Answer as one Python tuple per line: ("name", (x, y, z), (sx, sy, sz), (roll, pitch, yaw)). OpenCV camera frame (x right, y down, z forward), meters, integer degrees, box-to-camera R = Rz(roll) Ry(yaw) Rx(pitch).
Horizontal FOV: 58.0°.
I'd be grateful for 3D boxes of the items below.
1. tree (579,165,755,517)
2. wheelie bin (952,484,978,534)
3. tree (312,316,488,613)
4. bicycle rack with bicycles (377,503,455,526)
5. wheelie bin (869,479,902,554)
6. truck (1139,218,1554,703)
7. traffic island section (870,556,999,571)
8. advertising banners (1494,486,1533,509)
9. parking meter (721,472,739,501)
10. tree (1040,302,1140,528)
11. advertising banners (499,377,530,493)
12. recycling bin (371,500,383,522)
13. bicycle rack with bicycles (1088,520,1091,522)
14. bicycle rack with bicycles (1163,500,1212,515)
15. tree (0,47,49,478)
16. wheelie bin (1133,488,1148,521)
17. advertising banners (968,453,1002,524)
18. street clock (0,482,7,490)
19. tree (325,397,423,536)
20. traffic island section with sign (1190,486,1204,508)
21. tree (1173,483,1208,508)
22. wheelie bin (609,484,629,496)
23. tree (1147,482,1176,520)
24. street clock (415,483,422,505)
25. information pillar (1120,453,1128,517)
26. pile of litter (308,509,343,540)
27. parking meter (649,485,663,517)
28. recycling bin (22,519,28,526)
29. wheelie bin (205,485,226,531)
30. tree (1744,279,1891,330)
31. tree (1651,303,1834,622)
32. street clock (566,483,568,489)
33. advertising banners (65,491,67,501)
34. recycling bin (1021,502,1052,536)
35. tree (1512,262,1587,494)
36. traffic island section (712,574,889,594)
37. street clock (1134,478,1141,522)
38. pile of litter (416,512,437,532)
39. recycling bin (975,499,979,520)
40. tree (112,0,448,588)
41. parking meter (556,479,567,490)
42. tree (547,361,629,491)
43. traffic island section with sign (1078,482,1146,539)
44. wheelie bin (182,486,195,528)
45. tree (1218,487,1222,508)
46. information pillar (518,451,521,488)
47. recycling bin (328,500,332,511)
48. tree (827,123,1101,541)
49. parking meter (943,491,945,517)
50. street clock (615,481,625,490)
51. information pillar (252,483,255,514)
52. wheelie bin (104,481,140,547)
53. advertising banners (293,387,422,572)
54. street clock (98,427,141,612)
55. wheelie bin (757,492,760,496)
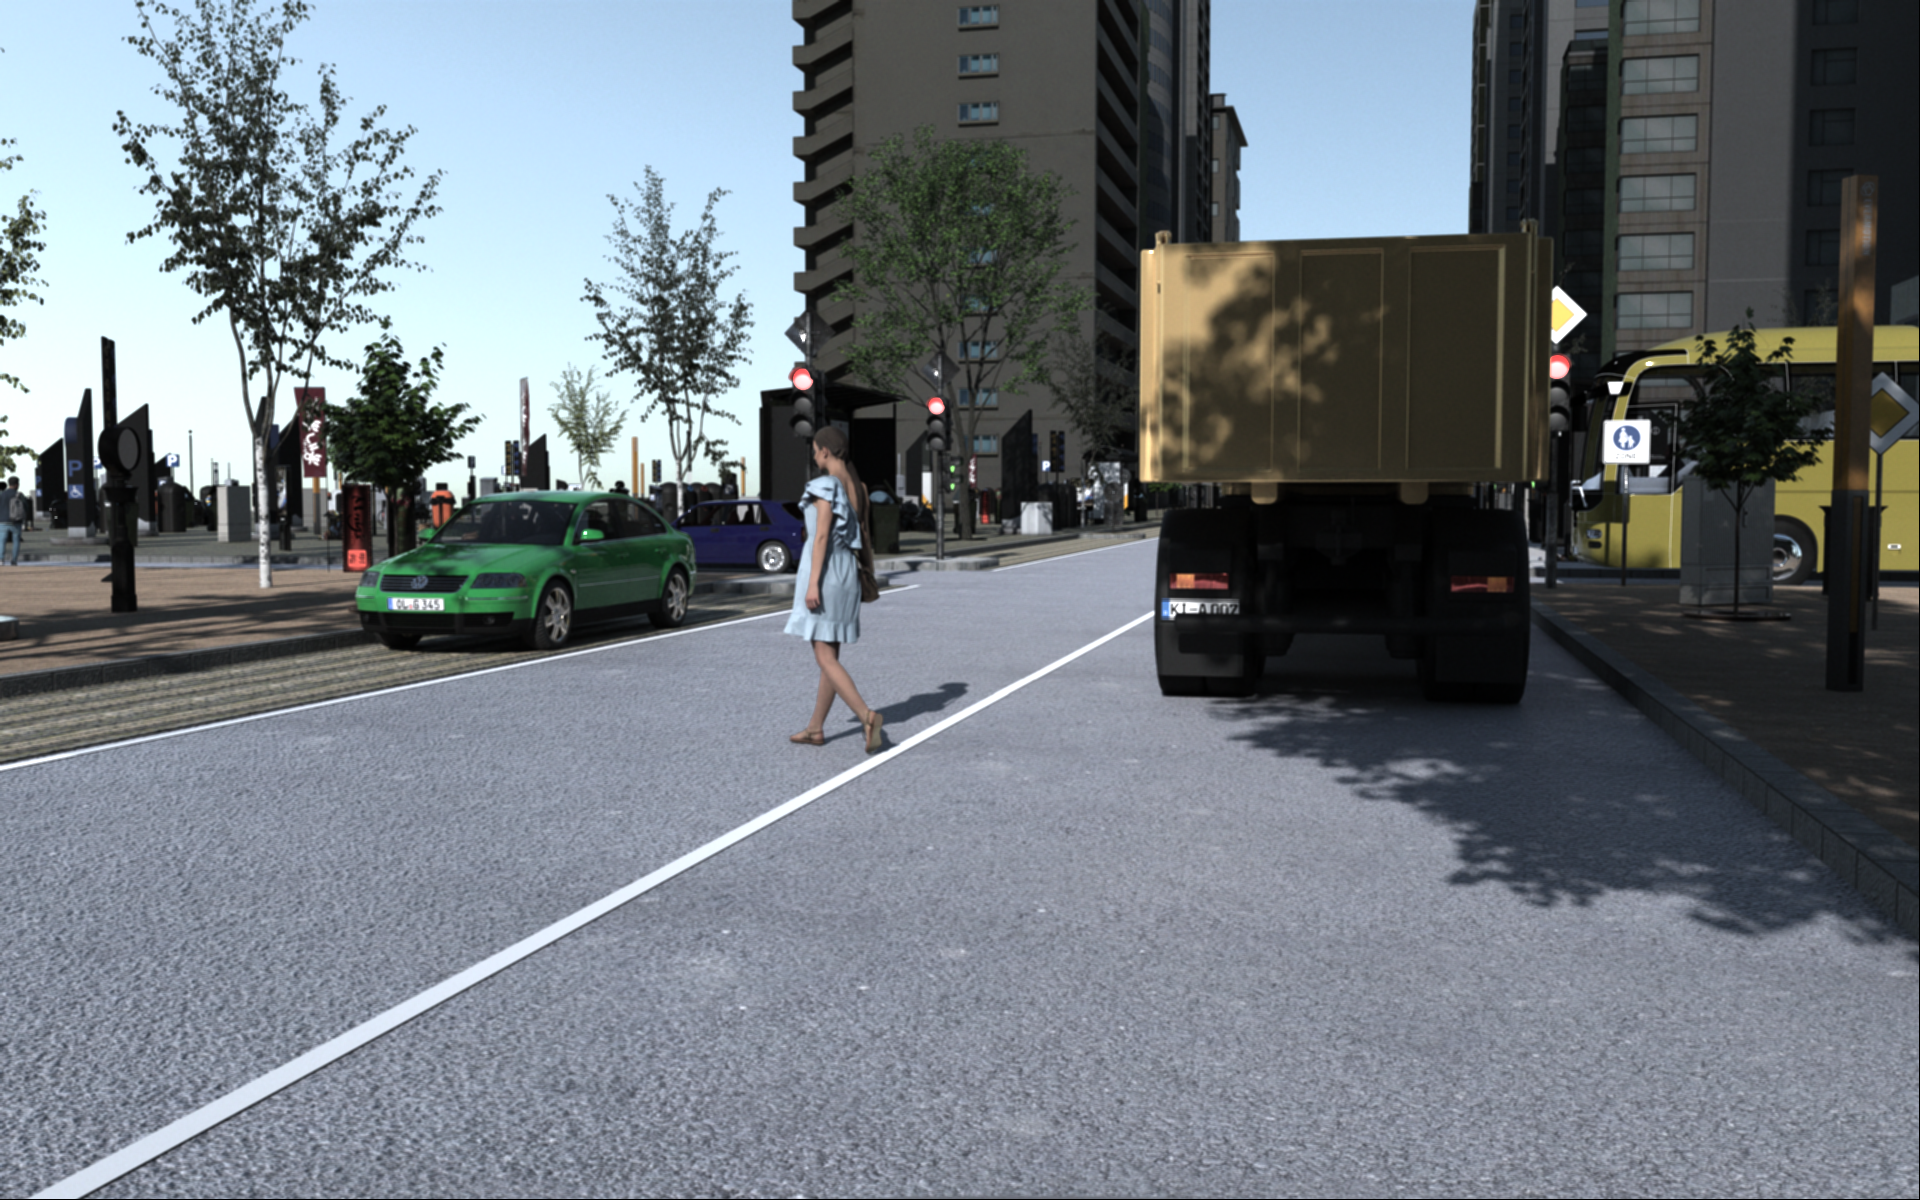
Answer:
("tree", (-6.336, -5.411, 38.839), (4.360, 8.622, 3.978), (0, 3, 0))
("wheelie bin", (0.170, -2.924, 55.716), (0.693, 1.594, 0.980), (-2, 4, -28))
("tree", (-6.321, -1.493, 19.014), (1.663, 3.219, 1.824), (0, 3, 0))
("bicycle rack with bicycles", (-21.965, -3.523, 70.976), (2.925, 0.926, 2.852), (2, 4, 25))
("wheelie bin", (-1.594, -1.783, 37.059), (0.693, 1.594, 0.980), (0, 4, -2))
("truck", (3.473, -1.206, 15.644), (3.469, 3.379, 9.791), (1, 4, 13))
("traffic island section", (-0.408, -0.707, 33.836), (2.009, 0.180, 2.903), (1, 4, 14))
("advertising banners", (22.602, -4.519, 70.078), (2.074, 3.025, 0.090), (1, 4, 20))
("parking meter", (-5.525, -2.196, 41.620), (0.399, 1.863, 0.255), (0, 4, -5))
("tree", (4.929, -7.067, 65.908), (4.360, 8.622, 3.978), (0, 3, 0))
("advertising banners", (-6.902, -1.874, 26.833), (0.090, 3.025, 2.074), (-2, 4, -26))
("recycling bin", (-27.274, -4.146, 80.337), (0.722, 1.027, 0.722), (3, 5, 43))
("bicycle rack with bicycles", (4.700, -4.012, 78.981), (2.925, 0.926, 2.852), (-1, 4, -17))
("bicycle rack with bicycles", (13.602, -5.651, 105.774), (2.925, 0.926, 2.852), (3, 5, 40))
("tree", (-15.554, -4.617, 25.848), (4.737, 8.622, 4.395), (0, 3, 0))
("wheelie bin", (8.539, -4.528, 81.941), (0.693, 1.594, 0.980), (0, 4, -4))
("advertising banners", (1.106, -4.752, 73.878), (2.074, 3.025, 0.090), (3, 5, 40))
("street clock", (-55.790, -5.894, 100.943), (0.358, 2.002, 0.471), (2, 4, 33))
("tree", (-17.864, -4.235, 52.962), (4.285, 4.588, 4.351), (0, 3, 0))
("traffic island section with sign", (11.271, -4.501, 82.226), (1.989, 1.847, 2.006), (1, 4, 14))
("tree", (12.898, -7.025, 98.579), (4.285, 4.588, 4.351), (0, 3, 0))
("wheelie bin", (-10.784, -2.867, 54.778), (0.693, 1.594, 0.980), (-1, 4, -12))
("tree", (9.889, -5.676, 87.401), (1.663, 3.219, 1.824), (0, 3, 0))
("street clock", (-29.075, -5.391, 92.710), (0.471, 2.002, 0.358), (1, 4, 15))
("information pillar", (9.342, -6.576, 98.880), (0.504, 3.616, 0.183), (1, 4, 18))
("pile of litter", (-17.383, -2.111, 48.479), (1.719, 0.858, 1.176), (2, 4, 25))
("parking meter", (-8.482, -2.443, 48.351), (0.372, 1.533, 0.369), (0, 3, 0))
("recycling bin", (-37.588, -3.448, 68.926), (0.722, 1.027, 0.722), (-1, 4, -12))
("wheelie bin", (-25.562, -3.177, 59.856), (0.693, 1.594, 0.980), (1, 4, 20))
("tree", (28.648, -6.646, 59.026), (4.360, 8.622, 3.978), (0, 3, 0))
("tree", (7.994, -1.412, 17.690), (1.663, 3.219, 1.824), (0, 3, 0))
("street clock", (-24.662, -6.315, 107.824), (0.358, 2.002, 0.471), (3, 4, 37))
("advertising banners", (-51.371, -6.305, 99.272), (2.074, 3.025, 0.090), (-3, 5, -43))
("recycling bin", (2.383, -2.524, 53.824), (0.722, 1.027, 0.722), (-3, 5, -43))
("tree", (16.647, -6.221, 52.073), (4.360, 8.622, 3.978), (0, 3, 0))
("traffic island section", (-2.281, -0.232, 26.073), (2.009, 0.180, 2.903), (1, 4, 14))
("street clock", (8.086, -4.548, 78.923), (0.358, 2.002, 0.471), (1, 4, 21))
("pile of litter", (-18.133, -2.779, 59.398), (1.176, 0.858, 1.719), (2, 4, 24))
("recycling bin", (0.475, -4.529, 86.607), (0.722, 1.027, 0.722), (-2, 4, -27))
("tree", (-9.372, -4.466, 23.376), (4.360, 8.622, 3.978), (0, 3, 0))
("parking meter", (-15.717, -3.832, 68.362), (0.399, 1.863, 0.255), (-1, 4, -11))
("tree", (-20.932, -8.958, 96.827), (4.737, 8.622, 4.395), (0, 3, 0))
("traffic island section with sign", (4.957, -2.898, 56.018), (1.989, 1.847, 2.006), (1, 4, 14))
("wheelie bin", (-29.430, -3.536, 65.723), (0.693, 1.594, 0.980), (-2, 4, -35))
("tree", (17.321, -10.158, 116.452), (4.737, 8.622, 4.395), (0, 3, 0))
("information pillar", (-23.482, -6.216, 92.983), (0.504, 3.616, 0.183), (0, 4, 8))
("recycling bin", (-26.229, -3.668, 72.521), (0.722, 1.027, 0.722), (0, 4, 7))
("tree", (0.142, -7.484, 48.116), (9.928, 11.665, 9.643), (0, 3, 0))
("parking meter", (-1.029, -5.338, 95.683), (0.372, 1.533, 0.369), (0, 3, 0))
("street clock", (-18.665, -5.536, 95.079), (0.471, 2.002, 0.358), (1, 4, 22))
("information pillar", (-46.338, -6.687, 113.829), (0.304, 2.012, 0.304), (0, 4, -6))
("wheelie bin", (-20.245, -2.077, 41.873), (0.693, 1.594, 0.980), (-3, 5, -43))
("advertising banners", (-9.832, -1.962, 28.271), (2.074, 3.025, 0.090), (0, 4, 4))
("street clock", (-9.100, -0.870, 18.800), (0.358, 2.002, 0.471), (0, 4, 4))
("wheelie bin", (-7.438, -3.587, 66.559), (0.693, 1.594, 0.980), (-2, 4, -30))
